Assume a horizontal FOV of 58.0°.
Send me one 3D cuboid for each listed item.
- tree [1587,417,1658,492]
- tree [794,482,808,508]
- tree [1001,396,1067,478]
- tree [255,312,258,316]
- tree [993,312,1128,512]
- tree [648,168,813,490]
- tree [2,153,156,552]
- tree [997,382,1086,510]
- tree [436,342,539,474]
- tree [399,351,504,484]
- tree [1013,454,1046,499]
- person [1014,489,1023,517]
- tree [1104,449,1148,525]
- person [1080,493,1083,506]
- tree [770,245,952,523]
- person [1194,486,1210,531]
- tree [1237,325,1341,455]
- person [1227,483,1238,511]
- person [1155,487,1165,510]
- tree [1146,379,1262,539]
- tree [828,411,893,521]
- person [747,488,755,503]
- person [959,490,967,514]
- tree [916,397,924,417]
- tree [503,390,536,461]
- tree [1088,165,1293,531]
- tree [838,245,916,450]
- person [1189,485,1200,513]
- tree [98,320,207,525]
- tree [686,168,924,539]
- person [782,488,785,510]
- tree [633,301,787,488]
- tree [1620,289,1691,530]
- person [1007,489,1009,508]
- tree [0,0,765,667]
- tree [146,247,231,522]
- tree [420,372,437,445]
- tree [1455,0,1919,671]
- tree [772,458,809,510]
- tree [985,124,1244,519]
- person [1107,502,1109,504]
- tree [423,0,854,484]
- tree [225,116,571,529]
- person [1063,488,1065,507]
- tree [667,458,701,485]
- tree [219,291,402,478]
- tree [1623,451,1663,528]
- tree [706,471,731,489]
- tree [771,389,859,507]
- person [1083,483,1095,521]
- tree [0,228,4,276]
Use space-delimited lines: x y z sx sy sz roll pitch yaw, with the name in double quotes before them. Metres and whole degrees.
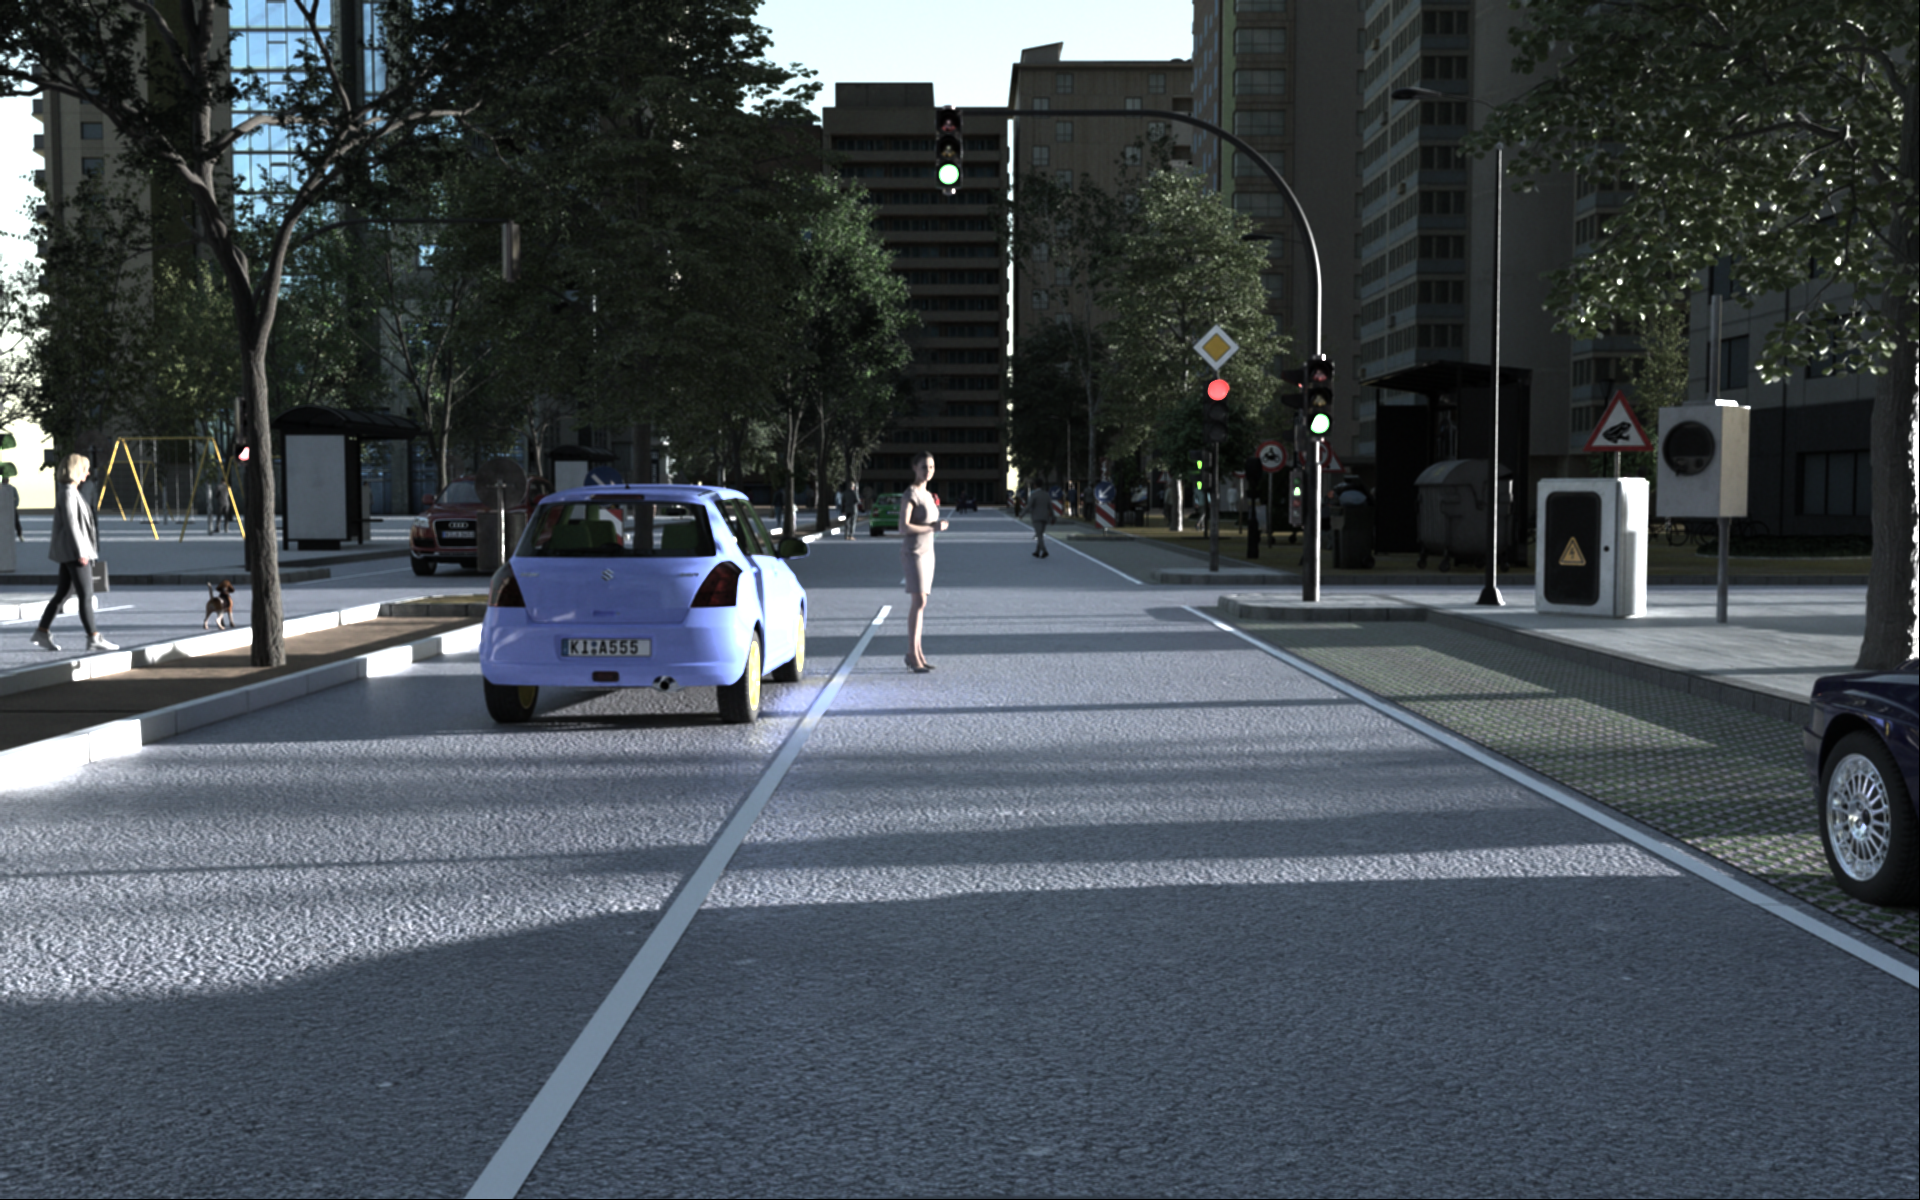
"tree" 27.354 -5.300 70.365 4.285 4.588 4.351 0 3 0
"tree" -14.365 -9.815 155.075 1.663 3.219 1.824 0 3 0
"tree" 7.381 -14.640 165.127 9.928 11.665 9.643 0 3 0
"tree" -23.502 -6.307 53.481 4.737 8.622 4.395 0 3 0
"tree" 7.141 -13.160 121.822 9.857 13.997 8.962 0 3 0
"tree" -5.253 -5.223 38.210 4.737 8.622 4.395 0 3 0
"tree" -19.103 -5.379 38.310 4.737 8.622 4.395 0 3 0
"tree" 7.256 -12.692 141.928 8.767 10.594 7.601 0 4 2
"tree" -19.963 -7.576 74.227 4.360 8.622 3.978 0 3 0
"tree" -25.659 -8.327 86.512 4.737 8.622 4.395 0 3 0
"tree" 7.057 -13.905 177.708 4.737 8.622 4.395 0 3 0
"person" 3.715 -6.141 109.629 0.721 1.736 1.217 1 4 21
"tree" 7.164 -4.776 72.682 1.663 3.219 1.824 0 3 0
"person" 12.659 -10.438 179.932 0.421 1.427 0.697 0 4 -6
"tree" -5.441 -10.492 84.364 12.009 13.543 11.850 0 3 0
"person" 8.488 -3.382 61.206 0.748 1.841 0.638 -2 4 -33
"tree" 13.995 -7.512 73.188 4.737 8.622 4.395 0 3 0
"person" 13.777 -4.980 87.344 0.514 1.842 0.818 0 4 -7
"person" 16.696 -8.367 142.830 1.348 1.826 0.705 2 4 31
"tree" 6.980 -4.034 49.665 4.285 4.588 4.351 0 3 0
"tree" -5.602 -8.578 93.062 4.360 8.622 3.978 0 3 0
"person" -16.477 -7.948 136.670 0.721 1.739 1.217 1 4 21
"person" 0.226 -7.077 125.134 0.541 1.710 0.530 1 4 18
"tree" -5.698 -8.422 74.567 8.767 10.594 7.601 0 4 0
"tree" -25.330 -8.900 95.885 4.737 8.622 4.395 0 3 0
"tree" 7.946 -8.702 60.407 7.486 12.596 7.792 0 3 0
"tree" -5.739 -6.658 45.727 8.767 10.594 7.601 0 4 0
"person" 15.201 -6.397 110.260 1.348 1.869 0.705 2 4 25
"tree" -33.647 -7.472 72.524 4.360 8.622 3.978 0 3 0
"tree" -5.343 -7.727 54.542 9.928 11.665 9.643 0 3 0
"person" -13.833 -7.926 136.361 1.217 1.736 0.721 -1 4 -12
"tree" -13.993 -11.837 100.186 9.857 13.997 8.962 0 3 0
"tree" 25.093 -6.763 60.930 4.737 8.622 4.395 0 3 0
"person" 4.575 -9.467 162.923 0.705 1.869 1.348 0 4 -2
"tree" -5.717 -4.742 14.407 8.767 10.594 7.601 0 4 0
"tree" -24.560 -8.413 63.301 9.928 11.665 9.643 0 3 0
"tree" -22.766 -7.978 80.807 4.360 8.622 3.978 0 3 0
"tree" 7.240 -5.767 12.413 7.486 12.596 7.792 0 3 0
"tree" -14.018 -9.741 142.983 4.285 4.588 4.351 0 3 0
"tree" 8.060 -14.219 88.377 12.611 20.169 13.585 0 3 0
"person" 11.547 -7.790 134.093 1.217 1.739 0.721 -3 4 -38
"tree" -5.822 -6.769 31.258 7.486 12.596 7.792 0 3 0
"tree" -14.760 -7.511 48.565 9.928 11.665 9.643 0 3 0
"person" 10.424 -10.370 175.219 0.705 1.869 1.348 3 5 44
"tree" -14.078 -5.677 87.427 1.663 3.219 1.824 0 3 0
"tree" -35.435 -10.849 94.393 9.611 12.733 9.660 0 3 0
"tree" 25.873 -4.330 65.397 1.663 3.219 1.824 0 3 0
"tree" -14.782 -6.937 108.017 1.663 3.219 1.824 0 3 0
"tree" -14.482 -15.631 172.576 9.611 12.733 9.660 0 3 0
"person" 6.123 -4.631 81.949 0.592 1.802 0.473 2 4 33
"tree" -26.421 -7.018 40.505 9.928 11.665 9.643 0 3 0
